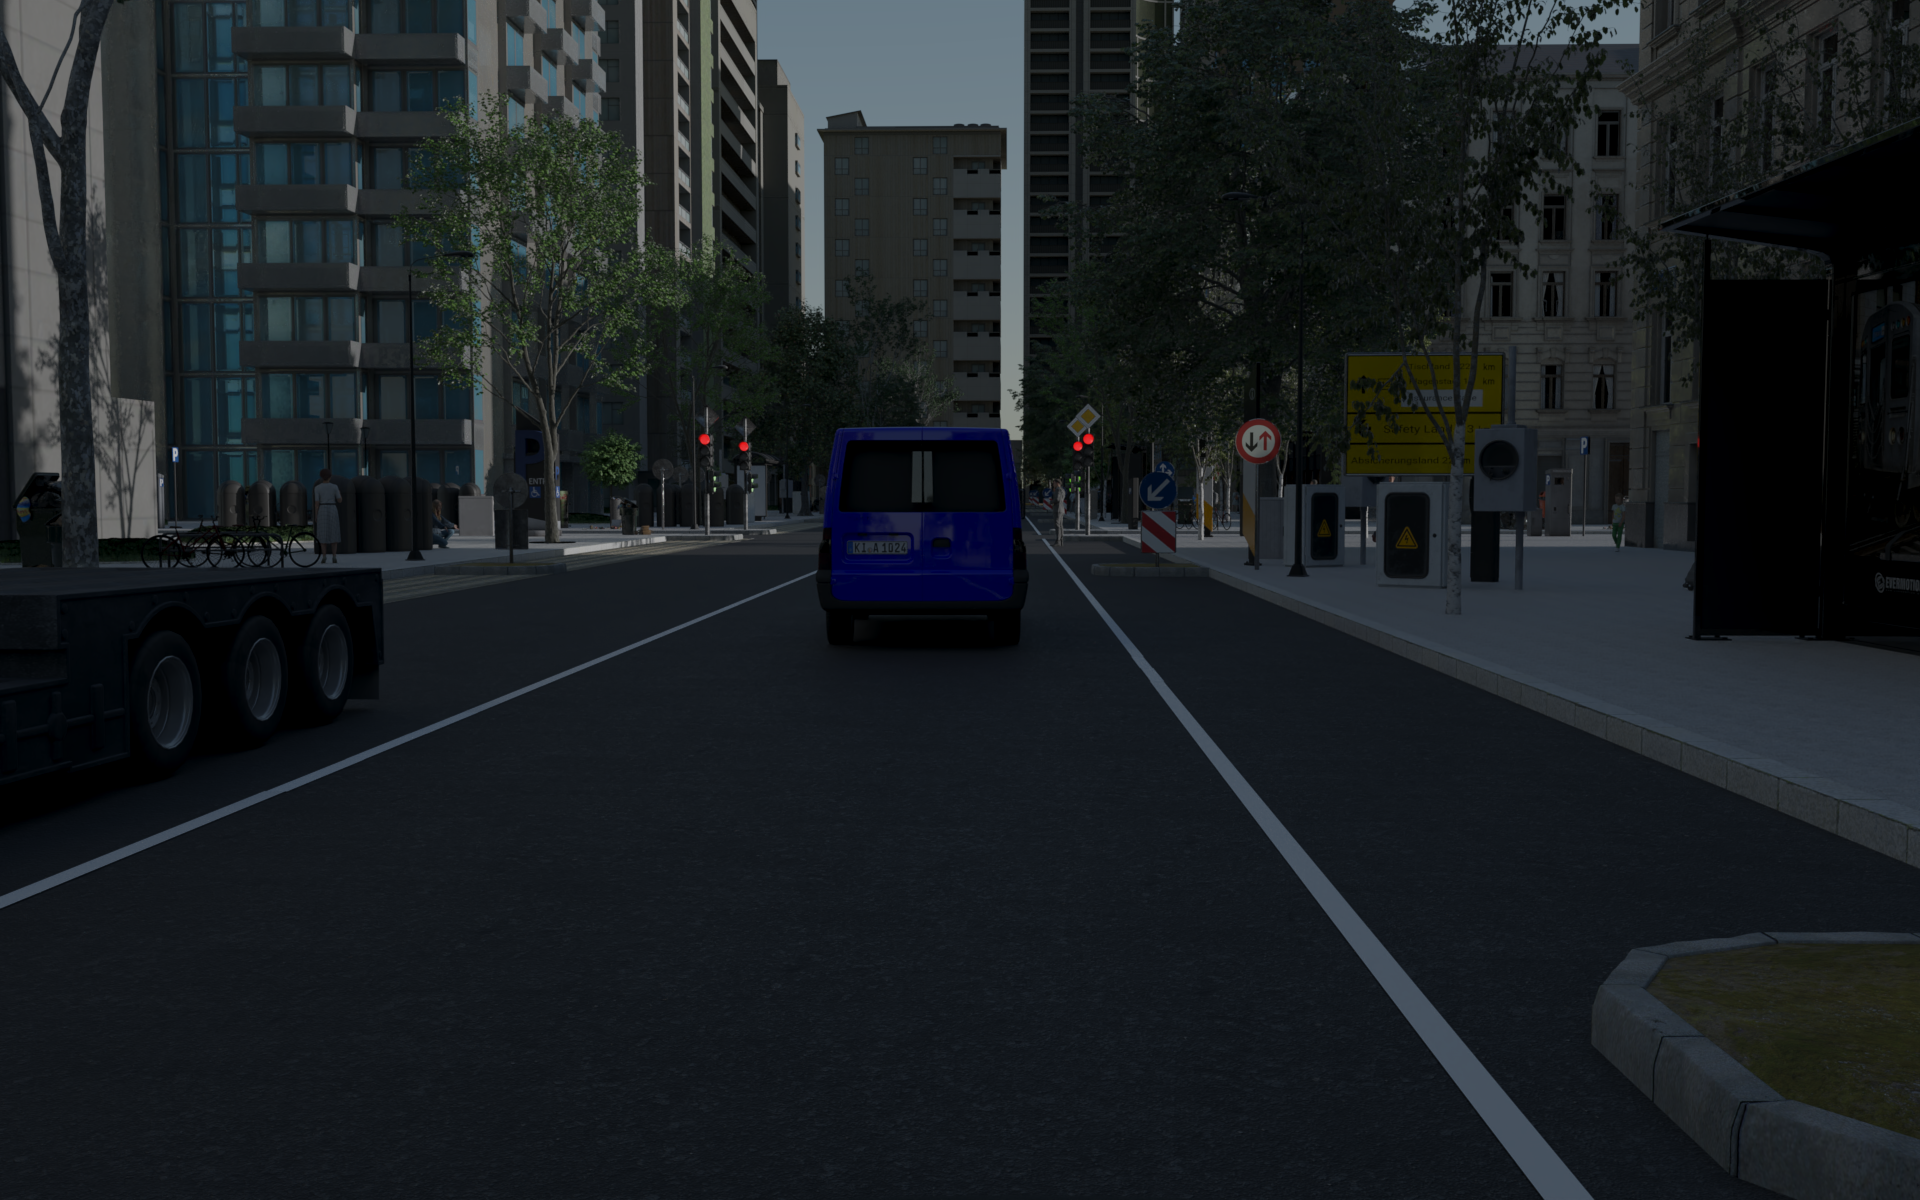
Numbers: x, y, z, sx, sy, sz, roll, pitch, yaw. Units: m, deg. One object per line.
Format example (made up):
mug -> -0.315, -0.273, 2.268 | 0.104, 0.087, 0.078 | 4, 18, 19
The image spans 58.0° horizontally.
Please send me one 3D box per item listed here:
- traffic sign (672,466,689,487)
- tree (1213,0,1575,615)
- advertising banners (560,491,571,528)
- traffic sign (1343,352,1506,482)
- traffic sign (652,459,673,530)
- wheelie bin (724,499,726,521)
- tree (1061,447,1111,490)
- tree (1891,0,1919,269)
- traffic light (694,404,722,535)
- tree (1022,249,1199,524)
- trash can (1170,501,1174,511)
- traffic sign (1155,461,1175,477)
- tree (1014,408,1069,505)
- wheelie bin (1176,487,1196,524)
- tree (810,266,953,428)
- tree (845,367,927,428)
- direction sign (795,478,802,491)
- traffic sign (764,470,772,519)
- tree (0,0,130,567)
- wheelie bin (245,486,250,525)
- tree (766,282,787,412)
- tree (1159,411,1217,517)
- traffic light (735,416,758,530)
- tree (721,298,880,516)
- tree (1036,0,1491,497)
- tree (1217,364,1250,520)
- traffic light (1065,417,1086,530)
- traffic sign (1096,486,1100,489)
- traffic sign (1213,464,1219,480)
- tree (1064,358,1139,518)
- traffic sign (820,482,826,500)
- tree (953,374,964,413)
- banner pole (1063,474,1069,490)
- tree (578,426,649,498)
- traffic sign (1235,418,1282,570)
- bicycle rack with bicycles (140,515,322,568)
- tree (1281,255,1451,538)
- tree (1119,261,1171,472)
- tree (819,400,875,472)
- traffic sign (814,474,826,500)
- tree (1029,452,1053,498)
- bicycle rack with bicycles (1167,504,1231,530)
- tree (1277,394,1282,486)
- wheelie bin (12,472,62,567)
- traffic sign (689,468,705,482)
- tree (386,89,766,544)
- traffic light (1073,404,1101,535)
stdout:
traffic sign -> -12.719, -4.813, 78.794 | 0.768, 2.556, 0.104 | 0, 4, 4
tree -> 5.156, -4.165, 18.457 | 4.360, 8.622, 3.978 | 0, 3, 0
advertising banners -> -15.461, -4.186, 64.628 | 0.090, 3.025, 2.074 | 3, 5, 45
traffic sign -> 6.664, -1.900, 24.946 | 2.265, 3.308, 0.079 | 0, 4, 4
traffic sign -> -10.729, -3.817, 62.507 | 0.768, 2.556, 0.104 | 0, 4, 5
wheelie bin -> -11.294, -4.659, 84.086 | 0.693, 1.594, 0.980 | 1, 4, 13
tree -> 7.328, -7.125, 100.206 | 4.285, 4.588, 4.351 | 0, 3, 0
tree -> 10.633, -4.207, 19.141 | 4.360, 8.622, 3.978 | 0, 3, 0
traffic light -> -7.901, -3.990, 54.151 | 0.839, 4.253, 0.868 | 0, 4, 2
tree -> 6.999, -9.091, 74.389 | 9.928, 11.665, 9.643 | 0, 3, 0
trash can -> 9.236, -4.017, 77.325 | 0.748, 1.137, 0.748 | 0, 3, 0
traffic sign -> 7.953, -4.113, 67.347 | 0.768, 2.556, 0.104 | 1, 4, 8
tree -> 10.801, -17.798, 208.004 | 9.611, 12.733, 9.660 | 0, 3, 0
wheelie bin -> 9.537, -4.008, 73.434 | 0.980, 1.594, 0.693 | 1, 4, 13
tree -> -8.499, -17.808, 147.053 | 12.611, 20.169, 13.585 | 0, 3, 0
tree -> -7.603, -16.401, 174.809 | 9.857, 13.997, 8.962 | 0, 3, 0
direction sign -> -10.417, -7.338, 111.975 | 0.379, 3.537, 0.876 | 2, 4, 24
traffic sign -> -9.989, -5.396, 88.329 | 0.768, 2.556, 0.104 | 1, 4, 8
tree -> -12.509, -10.147, 21.787 | 12.611, 20.169, 13.585 | 0, 3, 0
wheelie bin -> -26.034, -3.431, 64.011 | 0.980, 1.594, 0.693 | -3, 5, -42
tree -> -10.789, -8.829, 70.115 | 9.928, 11.665, 9.643 | 0, 3, 0
tree -> 13.021, -8.237, 85.044 | 4.737, 8.622, 4.395 | 0, 3, 0
traffic light -> -7.682, -4.478, 62.133 | 0.839, 4.253, 0.868 | 0, 4, 2
tree -> -9.216, -11.283, 101.491 | 9.611, 12.733, 9.660 | 0, 3, 0
tree -> 6.667, -8.048, 38.232 | 9.857, 13.997, 8.962 | 0, 3, 0
tree -> 14.223, -7.764, 77.298 | 4.737, 8.622, 4.395 | 0, 3, 0
traffic light -> 4.175, -4.459, 61.823 | 0.839, 4.253, 0.868 | 0, 4, 2
traffic sign -> 10.703, -8.206, 136.304 | 0.606, 2.300, 0.079 | 0, 4, 8
traffic sign -> 9.597, -4.068, 66.613 | 0.768, 2.556, 0.104 | 0, 4, 3
tree -> 7.729, -8.725, 93.012 | 4.737, 8.622, 4.395 | 0, 3, 0
traffic sign -> -9.681, -7.325, 119.876 | 0.768, 2.556, 0.104 | 0, 4, 4
tree -> -4.724, -21.936, 214.545 | 12.611, 20.169, 13.585 | 0, 3, 0
banner pole -> 8.555, -8.989, 136.988 | 0.863, 3.779, 0.401 | 1, 4, 13
tree -> -16.841, -6.138, 84.073 | 4.285, 4.588, 4.351 | 0, 3, 0
traffic sign -> 5.033, -1.784, 29.277 | 0.768, 2.556, 0.104 | 0, 4, 7
bicycle rack with bicycles -> -12.500, -0.998, 29.706 | 2.925, 0.926, 2.852 | -2, 4, -28
tree -> 12.075, -6.116, 50.354 | 4.737, 8.622, 4.395 | 0, 3, 0
tree -> 6.533, -5.976, 48.072 | 4.360, 8.622, 3.978 | 0, 3, 0
tree -> -8.156, -11.131, 132.354 | 4.737, 8.622, 4.395 | 0, 3, 0
traffic sign -> -9.073, -6.848, 112.069 | 0.768, 2.556, 0.104 | 0, 4, 7
tree -> 10.143, -14.984, 195.347 | 4.737, 8.622, 4.395 | 0, 3, 0
bicycle rack with bicycles -> 8.158, -2.987, 62.216 | 2.852, 0.926, 2.925 | -1, 4, -13
tree -> 15.481, -7.400, 71.357 | 4.737, 8.622, 4.395 | 0, 3, 0
wheelie bin -> -13.265, -1.059, 25.216 | 0.693, 1.594, 0.980 | 0, 4, 3
traffic sign -> -12.358, -4.966, 81.299 | 0.768, 2.556, 0.104 | 1, 4, 9
tree -> -10.724, -7.286, 44.875 | 9.928, 11.665, 9.643 | 0, 3, 0
traffic light -> 3.956, -3.971, 53.841 | 0.839, 4.253, 0.868 | 0, 4, 2
